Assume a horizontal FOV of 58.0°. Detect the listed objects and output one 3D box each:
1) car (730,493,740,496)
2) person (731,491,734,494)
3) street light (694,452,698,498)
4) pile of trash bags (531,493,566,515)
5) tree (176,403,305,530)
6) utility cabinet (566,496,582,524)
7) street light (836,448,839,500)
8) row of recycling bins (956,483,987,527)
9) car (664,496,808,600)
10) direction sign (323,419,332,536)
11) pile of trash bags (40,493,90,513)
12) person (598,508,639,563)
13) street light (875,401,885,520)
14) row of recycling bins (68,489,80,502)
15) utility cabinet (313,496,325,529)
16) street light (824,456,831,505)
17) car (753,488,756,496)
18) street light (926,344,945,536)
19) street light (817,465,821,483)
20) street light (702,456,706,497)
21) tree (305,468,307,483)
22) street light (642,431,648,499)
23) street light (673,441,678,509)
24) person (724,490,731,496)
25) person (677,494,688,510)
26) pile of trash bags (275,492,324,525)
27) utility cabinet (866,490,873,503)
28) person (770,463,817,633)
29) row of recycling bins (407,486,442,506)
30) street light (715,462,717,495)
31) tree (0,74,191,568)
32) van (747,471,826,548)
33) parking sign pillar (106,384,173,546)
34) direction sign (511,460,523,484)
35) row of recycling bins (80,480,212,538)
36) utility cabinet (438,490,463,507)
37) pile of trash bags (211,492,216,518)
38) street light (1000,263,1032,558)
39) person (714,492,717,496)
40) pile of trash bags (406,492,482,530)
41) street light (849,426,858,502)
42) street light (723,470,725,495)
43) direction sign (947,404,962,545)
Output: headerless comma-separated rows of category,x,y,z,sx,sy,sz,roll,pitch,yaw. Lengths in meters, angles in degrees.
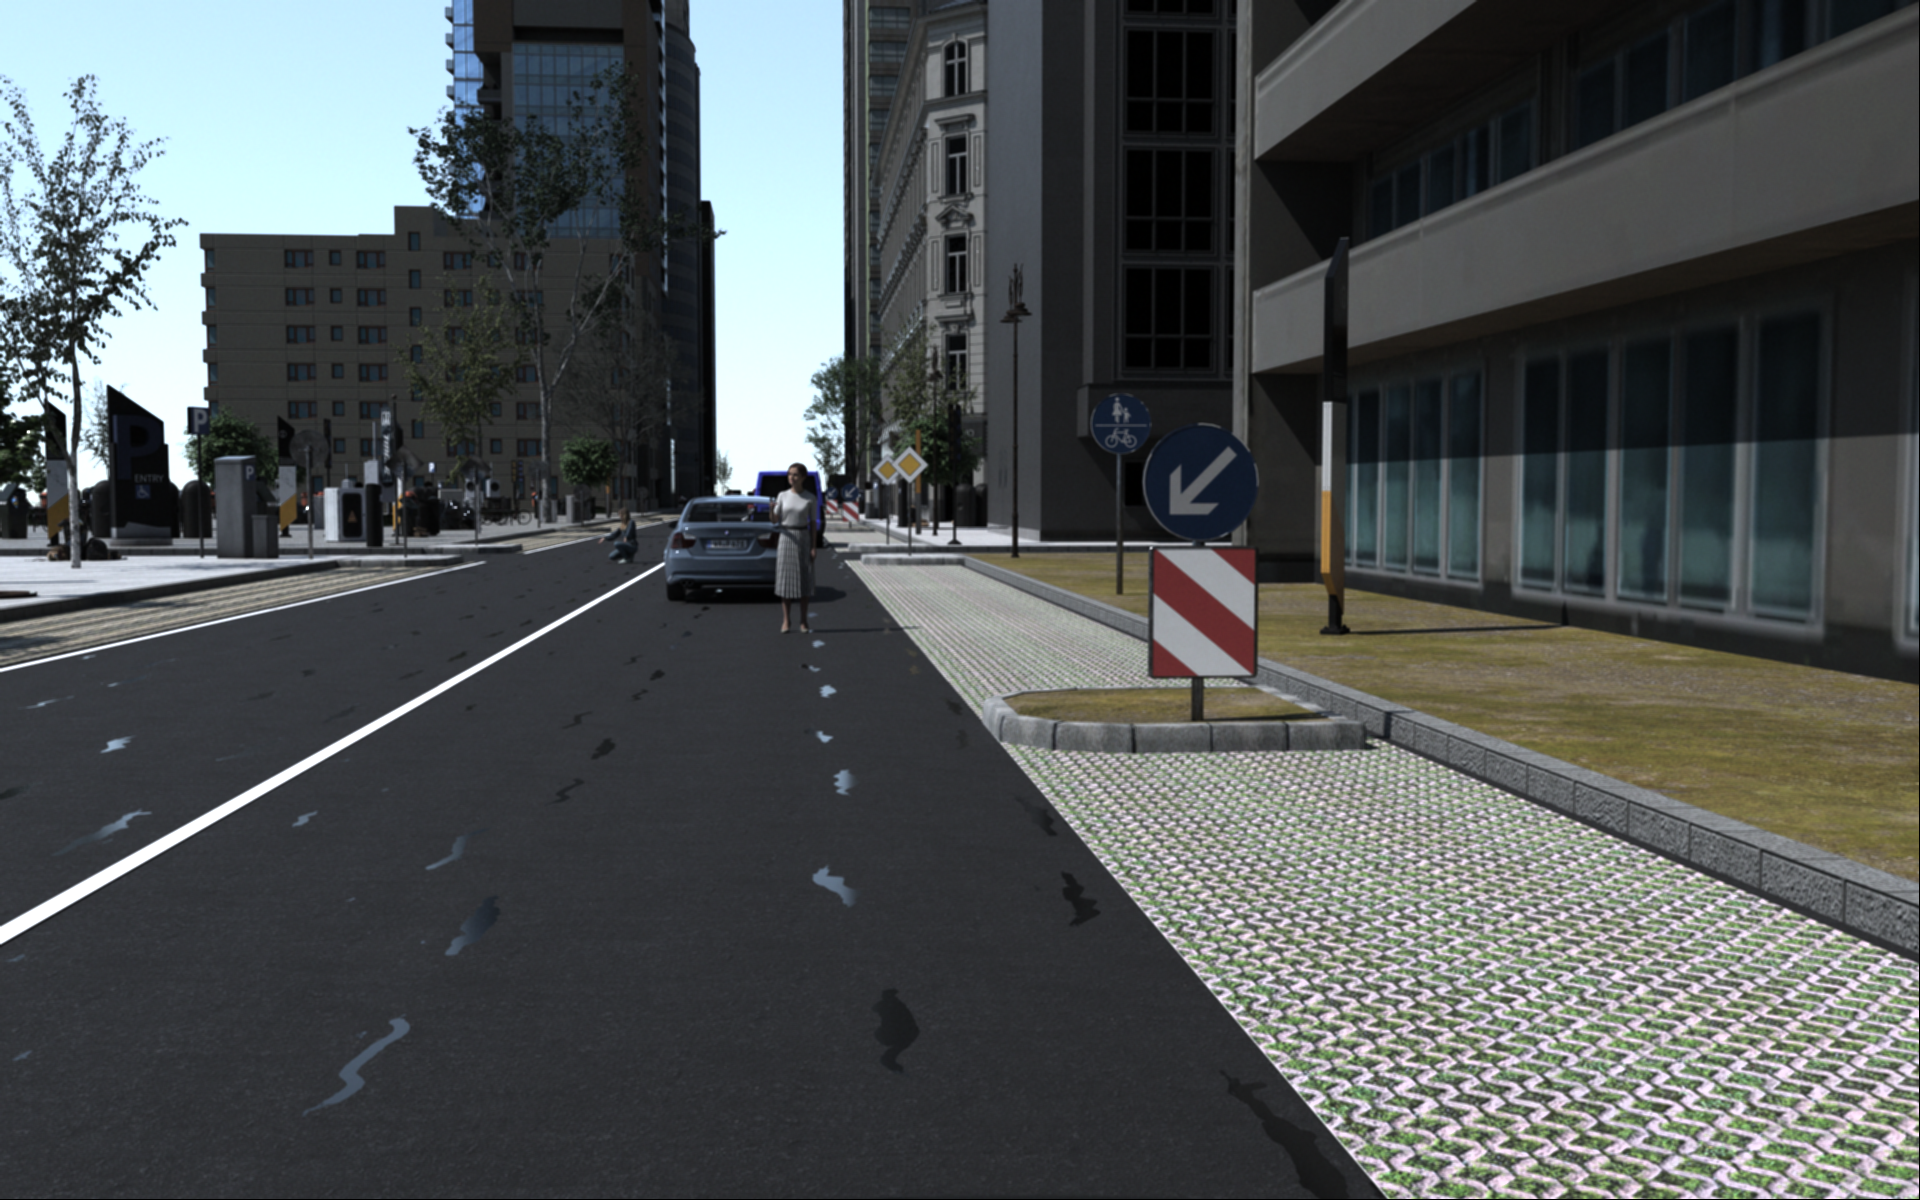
car,-17.726,-7.653,134.904,2.009,1.686,4.222,0,4,-7
person,-26.675,-11.890,202.843,1.348,1.831,0.705,1,4,21
street light,-28.082,-12.956,184.612,0.468,5.910,1.993,0,4,-6
pile of trash bags,-24.075,-5.769,104.079,3.447,1.369,1.912,-2,4,-33
tree,-26.447,-4.809,62.343,4.285,4.588,4.351,0,3,0
utility cabinet,-16.879,-3.950,75.743,0.306,1.237,1.020,1,4,11
street light,-11.506,-11.561,161.812,0.468,5.910,1.993,0,4,-6
row of recycling bins,1.228,-3.708,67.734,3.534,1.692,1.069,-3,5,-42
car,-3.182,-0.775,24.679,2.014,1.417,4.499,0,4,-4
direction sign,-19.106,-3.694,52.397,0.379,3.537,0.876,-1,4,-9
pile of trash bags,-51.586,-5.491,99.536,3.447,1.369,1.912,2,4,24
person,-7.000,-1.340,35.910,0.738,1.151,1.012,-2,4,-30
street light,-3.926,-6.926,86.024,0.468,5.910,1.993,0,4,-6
row of recycling bins,-56.339,-6.469,112.873,3.534,1.692,1.069,-3,5,-42
utility cabinet,-23.342,-3.193,63.372,0.306,1.237,1.020,0,4,-3
street light,-14.701,-13.544,194.228,0.468,5.910,1.993,0,4,-6
car,-10.501,-5.266,94.766,2.281,1.827,5.304,0,4,-4
street light,-0.772,-4.932,53.424,0.468,5.910,1.993,0,4,-6
street light,-19.687,-16.623,244.574,0.468,5.910,1.993,0,4,-6
street light,-29.860,-14.035,202.267,0.468,5.910,1.993,0,4,-6
tree,-39.784,-7.219,101.752,4.285,4.588,4.351,0,3,0
street light,-21.624,-8.943,119.007,0.468,5.910,1.993,0,4,-6
street light,-24.848,-10.926,151.420,0.468,5.910,1.993,0,4,-6
person,-16.586,-7.008,124.015,0.756,1.711,0.436,-2,4,-32
person,-19.500,-6.727,121.675,0.628,1.438,0.799,2,4,23
pile of trash bags,-27.805,-3.893,73.398,3.447,1.369,1.912,3,5,41
utility cabinet,-4.523,-5.093,91.942,0.318,1.500,1.173,2,4,35
person,-1.717,-0.536,17.839,0.480,1.755,0.524,0,4,-2
row of recycling bins,-28.448,-5.212,92.327,1.069,1.692,3.534,0,4,4
street light,-33.021,-16.018,234.686,0.468,5.910,1.993,0,4,-6
tree,-15.539,-4.850,29.663,4.360,8.622,3.978,0,3,0
van,-4.780,-2.667,47.989,2.240,2.365,5.245,0,4,-6
parking sign pillar,-20.370,-3.333,42.974,1.447,3.967,1.447,-3,5,-44
direction sign,-29.610,-7.576,115.857,0.876,3.537,0.379,1,4,20
row of recycling bins,-23.585,-2.656,50.546,3.534,1.692,1.069,0,4,4
utility cabinet,-25.857,-4.851,87.989,1.173,1.500,0.318,-2,4,-32
pile of trash bags,-39.310,-5.188,94.576,3.447,1.369,1.912,-3,4,-36
street light,1.115,-3.797,34.869,0.468,5.910,1.993,0,4,-6
person,-26.098,-10.735,184.931,0.530,1.710,0.541,1,4,18
pile of trash bags,-18.681,-3.171,61.601,1.912,1.369,3.447,1,4,19
street light,-7.148,-8.908,118.437,0.468,5.910,1.993,0,4,-6
street light,-36.414,-18.021,267.436,0.468,5.910,1.993,0,4,-6
direction sign,-0.137,-3.167,43.776,0.379,3.537,0.876,1,4,20
